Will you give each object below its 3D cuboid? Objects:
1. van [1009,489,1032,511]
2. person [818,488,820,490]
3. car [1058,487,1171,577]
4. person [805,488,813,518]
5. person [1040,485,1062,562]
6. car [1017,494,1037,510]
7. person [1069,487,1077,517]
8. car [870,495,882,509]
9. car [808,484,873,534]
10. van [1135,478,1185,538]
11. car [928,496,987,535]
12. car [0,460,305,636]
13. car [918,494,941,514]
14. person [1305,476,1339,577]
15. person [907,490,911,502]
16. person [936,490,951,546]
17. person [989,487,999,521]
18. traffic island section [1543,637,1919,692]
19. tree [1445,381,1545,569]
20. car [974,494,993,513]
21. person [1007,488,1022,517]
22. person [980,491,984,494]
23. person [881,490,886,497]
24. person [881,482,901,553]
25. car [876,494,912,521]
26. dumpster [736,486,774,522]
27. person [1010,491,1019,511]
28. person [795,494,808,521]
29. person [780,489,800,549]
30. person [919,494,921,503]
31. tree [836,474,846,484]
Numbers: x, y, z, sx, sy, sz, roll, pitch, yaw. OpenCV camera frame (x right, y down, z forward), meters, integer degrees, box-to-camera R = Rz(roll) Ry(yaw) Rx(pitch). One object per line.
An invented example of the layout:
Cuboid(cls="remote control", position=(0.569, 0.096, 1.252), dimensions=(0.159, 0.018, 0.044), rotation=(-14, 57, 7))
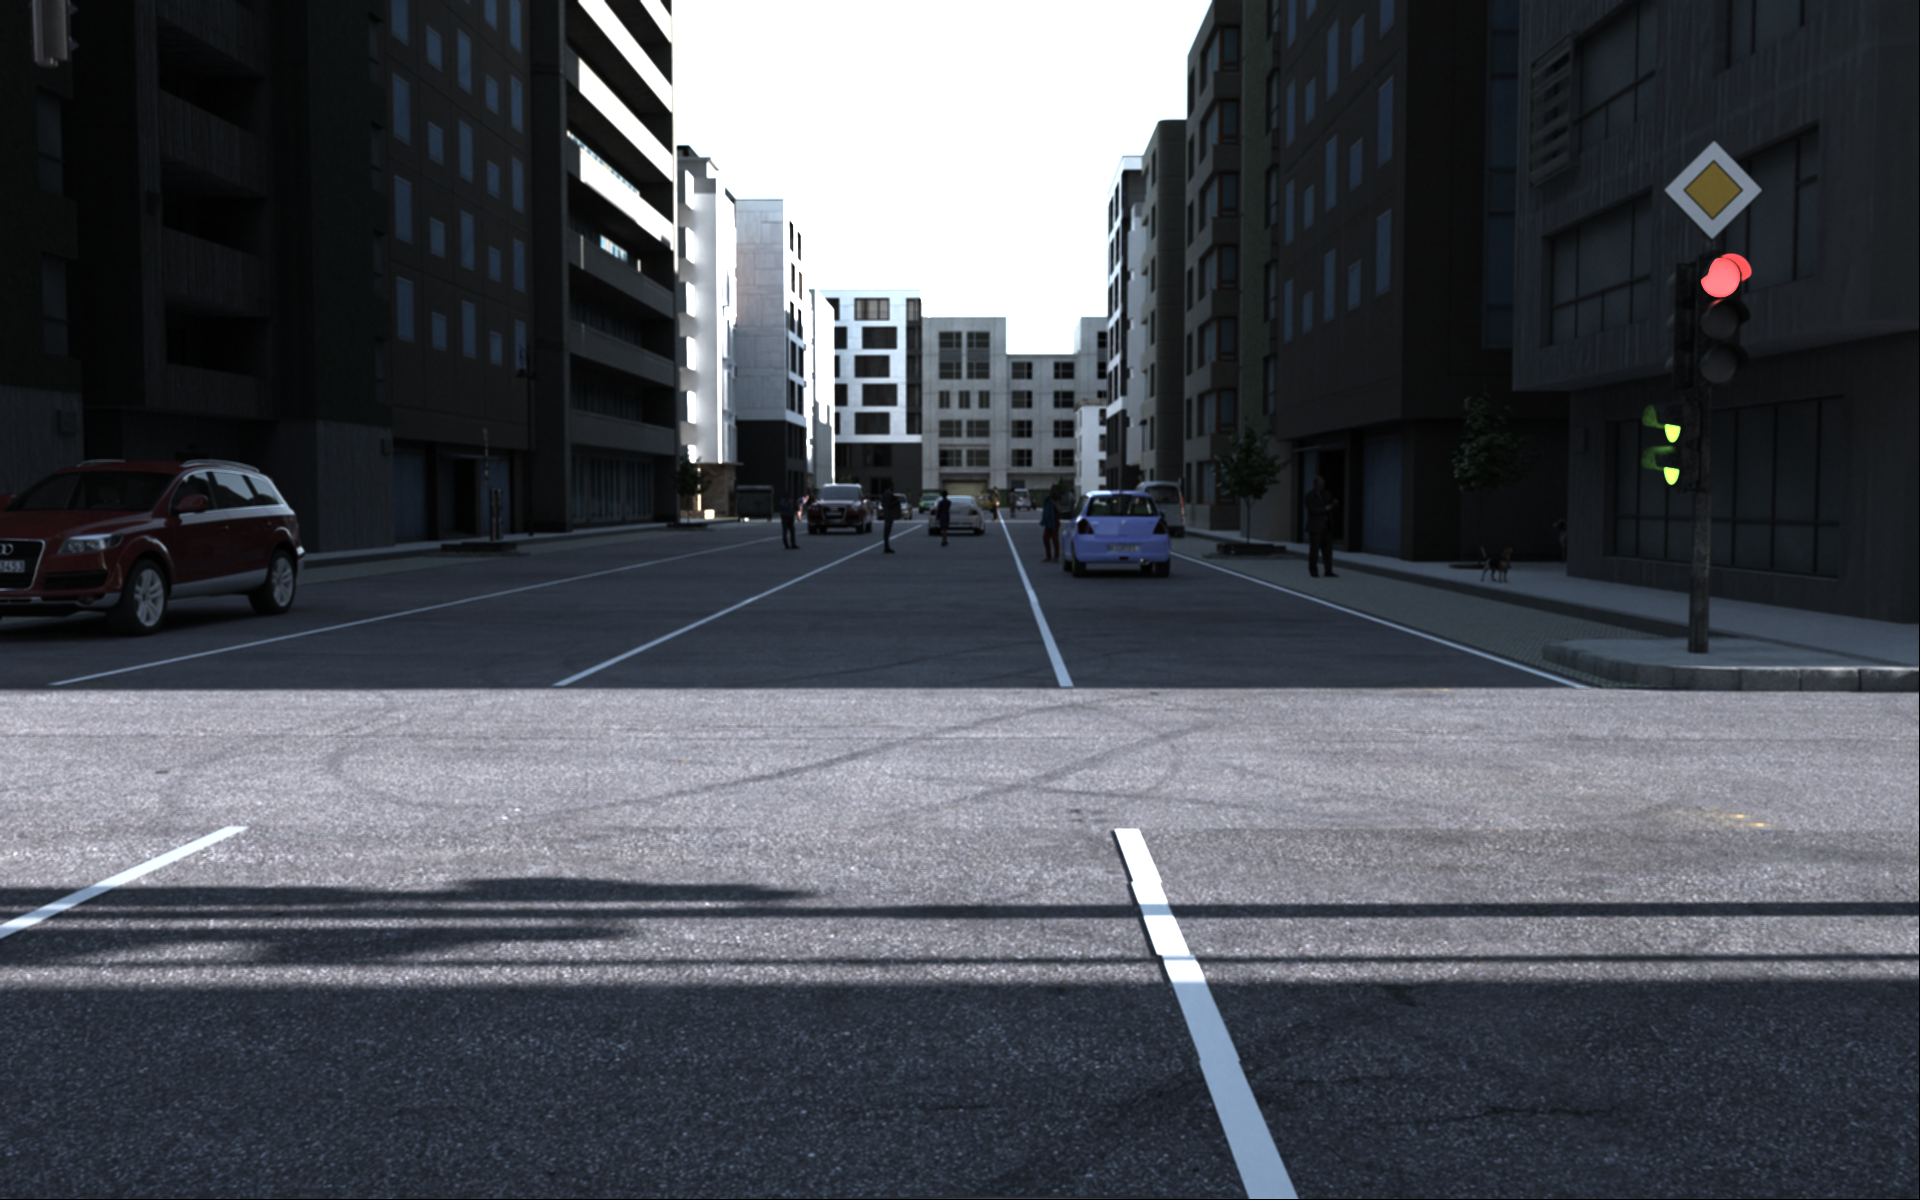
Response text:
Cuboid(cls="van", position=(5.181, -8.628, 148.084), dimensions=(2.013, 2.044, 4.112), rotation=(0, 4, 2))
Cuboid(cls="person", position=(-7.885, -5.537, 99.553), dimensions=(0.721, 1.766, 1.217), rotation=(-2, 4, -26))
Cuboid(cls="car", position=(2.762, -1.318, 31.135), dimensions=(1.945, 1.707, 3.694), rotation=(0, 4, -1))
Cuboid(cls="person", position=(-9.084, -5.835, 103.924), dimensions=(0.705, 1.821, 1.348), rotation=(-2, 4, -30))
Cuboid(cls="person", position=(1.907, -1.600, 36.364), dimensions=(0.444, 1.614, 0.593), rotation=(0, 4, -2))
Cuboid(cls="car", position=(6.020, -8.976, 156.545), dimensions=(2.009, 1.686, 4.222), rotation=(0, 4, 1))
Cuboid(cls="person", position=(6.213, -5.337, 95.844), dimensions=(0.705, 1.814, 1.350), rotation=(-1, 4, -8))
Cuboid(cls="car", position=(-6.995, -8.043, 144.081), dimensions=(1.945, 1.354, 3.894), rotation=(0, 4, 1))
Cuboid(cls="car", position=(-4.353, -3.354, 63.509), dimensions=(2.281, 1.827, 5.304), rotation=(0, 4, 2))
Cuboid(cls="van", position=(6.539, -3.120, 58.023), dimensions=(2.013, 2.044, 4.112), rotation=(0, 4, 1))
Cuboid(cls="car", position=(-0.101, -3.004, 61.478), dimensions=(2.083, 1.381, 4.827), rotation=(0, 4, 3))
Cuboid(cls="car", position=(-9.128, -0.642, 19.173), dimensions=(2.281, 1.827, 5.304), rotation=(0, 4, 2))
Cuboid(cls="car", position=(-2.109, -7.307, 128.273), dimensions=(1.959, 1.807, 4.718), rotation=(0, 4, 2))
Cuboid(cls="person", position=(6.232, -1.254, 29.698), dimensions=(0.600, 1.739, 0.565), rotation=(3, 4, 37))
Cuboid(cls="person", position=(-4.844, -9.371, 161.813), dimensions=(0.705, 1.812, 1.348), rotation=(1, 4, 18))
Cuboid(cls="person", position=(-0.510, -2.250, 47.659), dimensions=(0.546, 1.535, 0.453), rotation=(3, 4, 38))
Cuboid(cls="person", position=(1.834, -5.064, 91.390), dimensions=(0.705, 1.812, 1.348), rotation=(-1, 4, -18))
Cuboid(cls="traffic island section", position=(5.995, 0.505, 14.017), dimensions=(2.009, 0.180, 2.903), rotation=(0, 4, 1))
Cuboid(cls="tree", position=(8.940, -2.152, 29.790), dimensions=(1.663, 3.219, 1.824), rotation=(0, 3, 0))
Cuboid(cls="car", position=(1.749, -7.662, 135.492), dimensions=(2.015, 1.641, 3.980), rotation=(0, 4, -1))
Cuboid(cls="person", position=(3.280, -6.000, 106.598), dimensions=(0.705, 1.824, 1.348), rotation=(-3, 4, -39))
Cuboid(cls="person", position=(2.075, -9.416, 163.117), dimensions=(0.621, 1.740, 0.551), rotation=(-3, 4, -39))
Cuboid(cls="person", position=(-4.799, -6.319, 112.605), dimensions=(0.721, 1.735, 1.217), rotation=(2, 4, 34))
Cuboid(cls="person", position=(-1.675, -2.013, 42.241), dimensions=(0.431, 1.722, 0.655), rotation=(-1, 4, -14))
Cuboid(cls="car", position=(-3.567, -5.191, 94.655), dimensions=(2.009, 1.686, 4.222), rotation=(0, 4, 2))
Cuboid(cls="dumpster", position=(-10.360, -4.856, 87.614), dimensions=(1.865, 1.857, 1.264), rotation=(0, 4, 2))
Cuboid(cls="person", position=(4.251, -7.786, 136.735), dimensions=(0.756, 1.711, 0.436), rotation=(1, 4, 19))
Cuboid(cls="person", position=(-8.270, -4.812, 90.411), dimensions=(0.697, 1.427, 0.421), rotation=(-1, 4, -12))
Cuboid(cls="person", position=(-4.460, -2.104, 45.119), dimensions=(0.499, 1.552, 0.429), rotation=(-1, 4, -23))
Cuboid(cls="person", position=(-3.637, -8.984, 158.647), dimensions=(0.557, 1.426, 1.065), rotation=(1, 4, 16))
Cuboid(cls="tree", position=(-10.992, -10.426, 165.069), dimensions=(1.663, 3.219, 1.824), rotation=(0, 3, 0))
